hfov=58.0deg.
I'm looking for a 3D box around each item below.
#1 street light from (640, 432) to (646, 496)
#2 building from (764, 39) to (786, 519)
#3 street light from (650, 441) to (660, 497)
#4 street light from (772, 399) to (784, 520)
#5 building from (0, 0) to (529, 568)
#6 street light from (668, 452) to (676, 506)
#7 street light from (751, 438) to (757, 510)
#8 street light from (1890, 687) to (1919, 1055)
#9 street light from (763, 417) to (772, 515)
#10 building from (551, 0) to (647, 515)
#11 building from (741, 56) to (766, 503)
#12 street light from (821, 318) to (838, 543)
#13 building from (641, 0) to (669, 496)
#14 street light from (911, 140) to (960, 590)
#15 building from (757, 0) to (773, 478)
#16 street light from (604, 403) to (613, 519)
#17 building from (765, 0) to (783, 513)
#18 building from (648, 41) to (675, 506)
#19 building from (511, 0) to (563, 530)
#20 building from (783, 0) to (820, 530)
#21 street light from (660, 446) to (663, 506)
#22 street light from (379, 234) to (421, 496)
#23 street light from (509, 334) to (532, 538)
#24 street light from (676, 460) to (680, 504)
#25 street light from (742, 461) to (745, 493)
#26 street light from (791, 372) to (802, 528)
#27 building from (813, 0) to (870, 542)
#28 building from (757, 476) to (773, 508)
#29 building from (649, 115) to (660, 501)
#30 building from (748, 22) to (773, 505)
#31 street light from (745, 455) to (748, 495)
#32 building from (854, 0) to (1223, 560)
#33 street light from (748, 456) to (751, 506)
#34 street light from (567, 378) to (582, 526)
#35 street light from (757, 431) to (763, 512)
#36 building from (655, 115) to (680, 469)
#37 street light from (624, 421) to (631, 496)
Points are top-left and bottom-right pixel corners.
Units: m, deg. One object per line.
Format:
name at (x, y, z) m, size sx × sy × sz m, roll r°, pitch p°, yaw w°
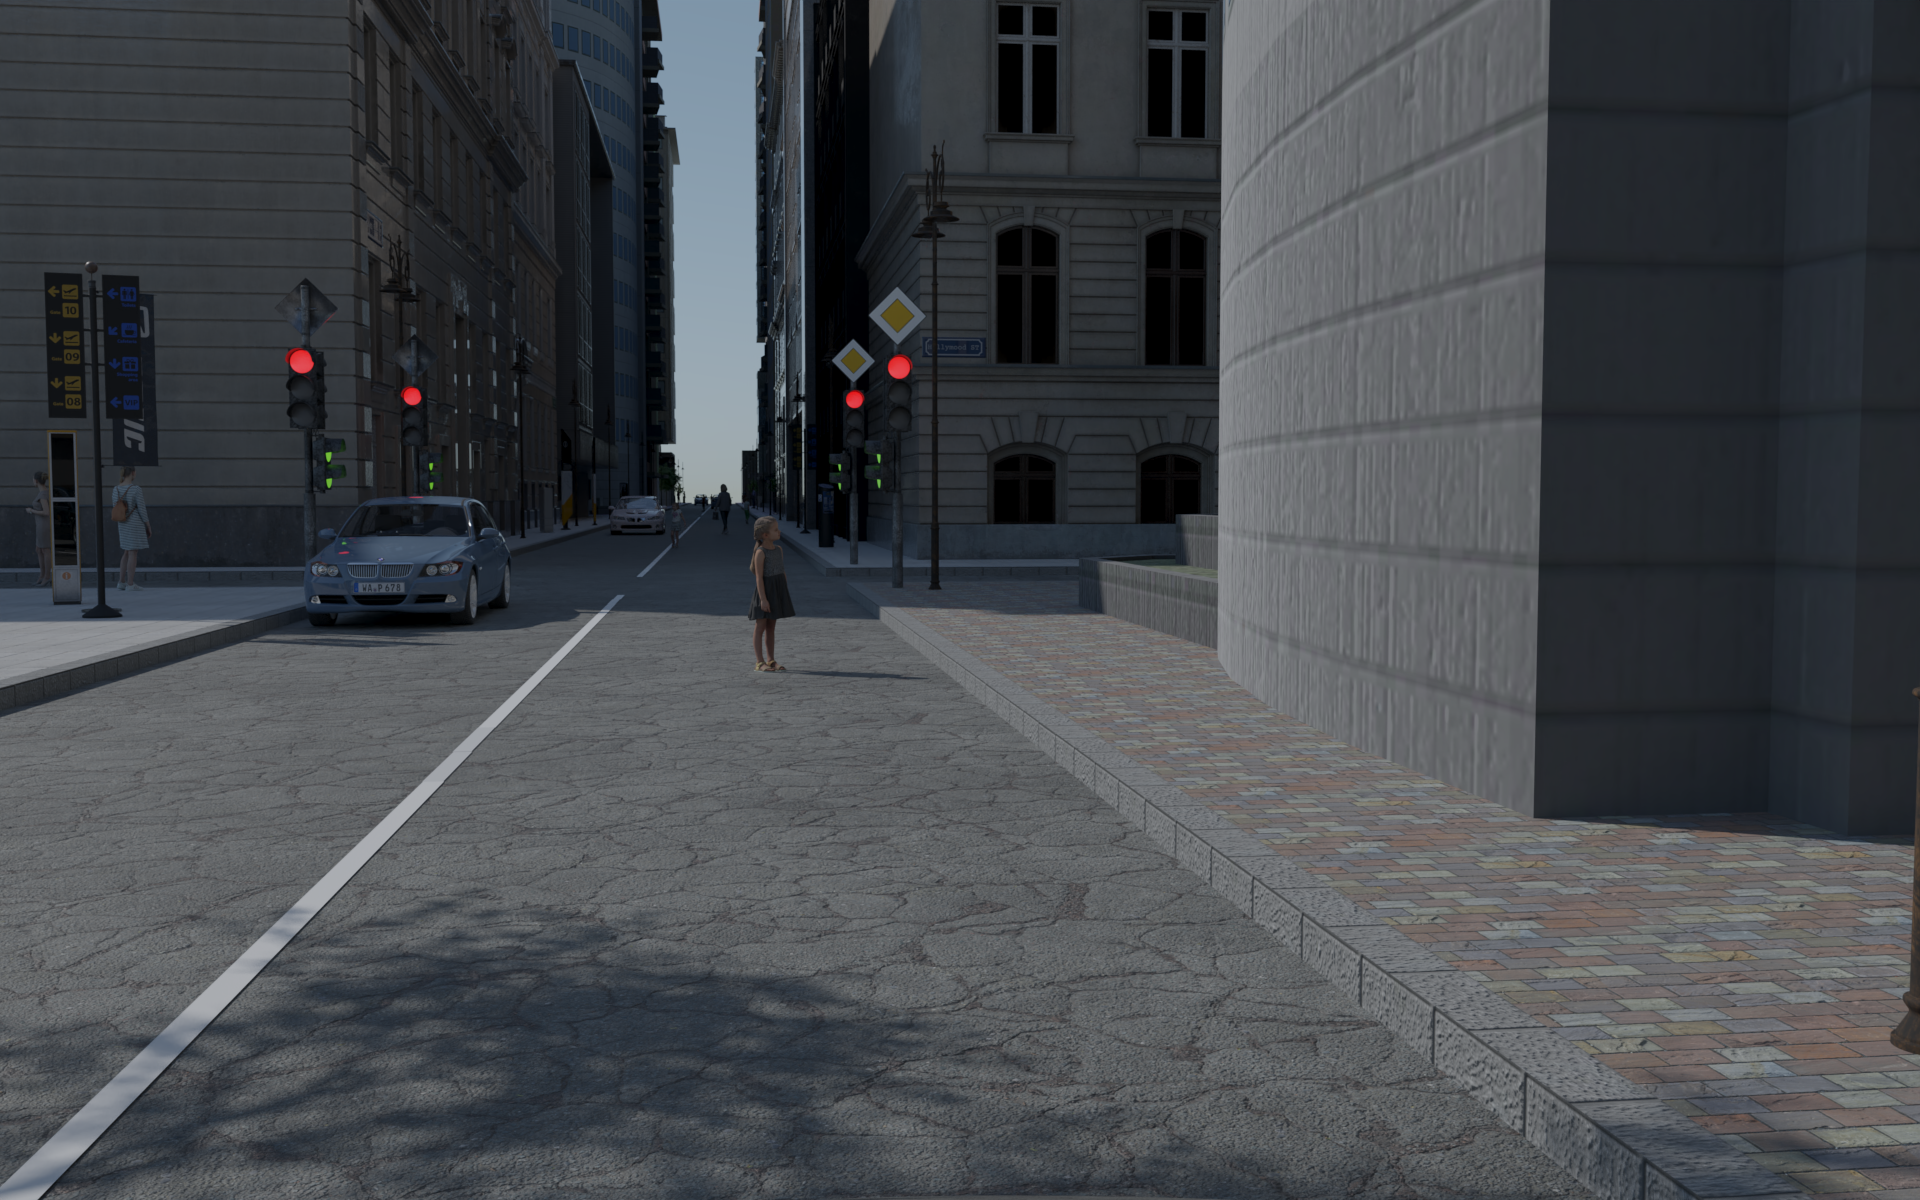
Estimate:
street light at (-23.085, -9.368, 125.958) m, size 0.468 × 5.910 × 1.993 m, roll 0°, pitch 4°, yaw -8°
building at (-4.073, -18.174, 94.400) m, size 12.463 × 27.353 × 25.104 m, roll 0°, pitch 4°, yaw -8°
street light at (-25.655, -10.534, 145.020) m, size 0.468 × 5.910 × 1.993 m, roll 0°, pitch 4°, yaw -8°
street light at (-8.804, -6.842, 84.657) m, size 0.468 × 5.910 × 1.993 m, roll 0°, pitch 4°, yaw -8°
building at (-17.810, -14.911, 41.052) m, size 12.463 × 27.353 × 25.104 m, roll 0°, pitch 4°, yaw -8°
street light at (-31.557, -13.219, 188.910) m, size 0.468 × 5.910 × 1.993 m, roll 0°, pitch 4°, yaw -8°
street light at (-16.761, -10.409, 142.979) m, size 0.468 × 5.910 × 1.993 m, roll 0°, pitch 4°, yaw -8°
street light at (2.260, -1.899, 3.839) m, size 0.468 × 5.910 × 1.993 m, roll 0°, pitch 4°, yaw -8°
street light at (-11.433, -8.043, 104.283) m, size 0.468 × 5.910 × 1.993 m, roll 0°, pitch 4°, yaw -8°
building at (-32.618, -35.133, 116.416) m, size 21.231 × 58.520 × 28.212 m, roll 0°, pitch 4°, yaw -8°
building at (-20.268, -57.243, 248.600) m, size 22.319 × 86.520 × 31.000 m, roll 0°, pitch 4°, yaw -8°
street light at (-3.380, -4.450, 45.545) m, size 0.468 × 5.910 × 1.993 m, roll 0°, pitch 4°, yaw -8°
building at (-36.163, -30.031, 145.639) m, size 22.147 × 44.769 × 28.867 m, roll 0°, pitch 4°, yaw -8°
street light at (-0.335, -3.077, 23.101) m, size 0.468 × 5.910 × 1.993 m, roll 0°, pitch 4°, yaw -8°
building at (-5.483, -29.916, 143.747) m, size 22.147 × 44.769 × 28.867 m, roll 0°, pitch 4°, yaw -8°
street light at (-17.852, -7.058, 88.178) m, size 0.468 × 5.910 × 1.993 m, roll 0°, pitch 4°, yaw -8°
building at (-6.410, -28.807, 121.111) m, size 14.600 × 45.320 × 14.200 m, roll 0°, pitch 4°, yaw -8°
building at (-43.026, -46.320, 195.579) m, size 20.563 × 71.187 × 20.611 m, roll 0°, pitch 4°, yaw -8°
building at (-22.188, -16.995, 63.776) m, size 13.634 × 28.700 × 20.117 m, roll 0°, pitch 4°, yaw -8°
building at (-0.945, -15.547, 72.219) m, size 12.078 × 24.808 × 19.932 m, roll 0°, pitch 4°, yaw -8°
street light at (-28.311, -11.699, 164.070) m, size 0.468 × 5.910 × 1.993 m, roll 0°, pitch 4°, yaw -8°
street light at (-9.984, -3.561, 31.013) m, size 0.468 × 5.910 × 1.993 m, roll 0°, pitch 4°, yaw -8°
street light at (-12.675, -4.726, 50.059) m, size 0.468 × 5.910 × 1.993 m, roll 0°, pitch 4°, yaw -8°
street light at (-34.220, -14.384, 207.960) m, size 0.468 × 5.910 × 1.993 m, roll 0°, pitch 4°, yaw -8°
street light at (-25.367, -14.266, 206.034) m, size 0.468 × 5.910 × 1.993 m, roll 0°, pitch 4°, yaw -8°
street light at (-6.138, -5.675, 65.577) m, size 0.468 × 5.910 × 1.993 m, roll 0°, pitch 4°, yaw -8°
building at (1.980, -13.759, 54.646) m, size 12.332 × 23.373 × 15.834 m, roll 0°, pitch 4°, yaw -8°
building at (-3.870, -29.332, 171.458) m, size 32.217 × 40.220 × 23.993 m, roll 0°, pitch 4°, yaw -8°
building at (-36.766, -29.630, 168.039) m, size 14.154 × 41.232 × 14.086 m, roll 0°, pitch 4°, yaw -8°
building at (-16.901, -48.029, 223.531) m, size 20.563 × 71.187 × 20.611 m, roll 0°, pitch 4°, yaw -8°
street light at (-21.982, -12.762, 181.443) m, size 0.468 × 5.910 × 1.993 m, roll 0°, pitch 4°, yaw -8°
building at (15.247, -13.533, 40.341) m, size 34.723 × 24.649 × 14.460 m, roll 0°, pitch 4°, yaw -8°
street light at (-19.380, -11.589, 162.270) m, size 0.468 × 5.910 × 1.993 m, roll 0°, pitch 4°, yaw -8°
street light at (-15.338, -5.891, 69.108) m, size 0.468 × 5.910 × 1.993 m, roll 0°, pitch 4°, yaw -8°
street light at (-14.079, -9.241, 123.874) m, size 0.468 × 5.910 × 1.993 m, roll 0°, pitch 4°, yaw -8°
building at (-53.855, -39.990, 243.067) m, size 28.713 × 52.752 × 27.495 m, roll 0°, pitch 4°, yaw -8°
street light at (-20.459, -8.203, 106.904) m, size 0.468 × 5.910 × 1.993 m, roll 0°, pitch 4°, yaw -8°
